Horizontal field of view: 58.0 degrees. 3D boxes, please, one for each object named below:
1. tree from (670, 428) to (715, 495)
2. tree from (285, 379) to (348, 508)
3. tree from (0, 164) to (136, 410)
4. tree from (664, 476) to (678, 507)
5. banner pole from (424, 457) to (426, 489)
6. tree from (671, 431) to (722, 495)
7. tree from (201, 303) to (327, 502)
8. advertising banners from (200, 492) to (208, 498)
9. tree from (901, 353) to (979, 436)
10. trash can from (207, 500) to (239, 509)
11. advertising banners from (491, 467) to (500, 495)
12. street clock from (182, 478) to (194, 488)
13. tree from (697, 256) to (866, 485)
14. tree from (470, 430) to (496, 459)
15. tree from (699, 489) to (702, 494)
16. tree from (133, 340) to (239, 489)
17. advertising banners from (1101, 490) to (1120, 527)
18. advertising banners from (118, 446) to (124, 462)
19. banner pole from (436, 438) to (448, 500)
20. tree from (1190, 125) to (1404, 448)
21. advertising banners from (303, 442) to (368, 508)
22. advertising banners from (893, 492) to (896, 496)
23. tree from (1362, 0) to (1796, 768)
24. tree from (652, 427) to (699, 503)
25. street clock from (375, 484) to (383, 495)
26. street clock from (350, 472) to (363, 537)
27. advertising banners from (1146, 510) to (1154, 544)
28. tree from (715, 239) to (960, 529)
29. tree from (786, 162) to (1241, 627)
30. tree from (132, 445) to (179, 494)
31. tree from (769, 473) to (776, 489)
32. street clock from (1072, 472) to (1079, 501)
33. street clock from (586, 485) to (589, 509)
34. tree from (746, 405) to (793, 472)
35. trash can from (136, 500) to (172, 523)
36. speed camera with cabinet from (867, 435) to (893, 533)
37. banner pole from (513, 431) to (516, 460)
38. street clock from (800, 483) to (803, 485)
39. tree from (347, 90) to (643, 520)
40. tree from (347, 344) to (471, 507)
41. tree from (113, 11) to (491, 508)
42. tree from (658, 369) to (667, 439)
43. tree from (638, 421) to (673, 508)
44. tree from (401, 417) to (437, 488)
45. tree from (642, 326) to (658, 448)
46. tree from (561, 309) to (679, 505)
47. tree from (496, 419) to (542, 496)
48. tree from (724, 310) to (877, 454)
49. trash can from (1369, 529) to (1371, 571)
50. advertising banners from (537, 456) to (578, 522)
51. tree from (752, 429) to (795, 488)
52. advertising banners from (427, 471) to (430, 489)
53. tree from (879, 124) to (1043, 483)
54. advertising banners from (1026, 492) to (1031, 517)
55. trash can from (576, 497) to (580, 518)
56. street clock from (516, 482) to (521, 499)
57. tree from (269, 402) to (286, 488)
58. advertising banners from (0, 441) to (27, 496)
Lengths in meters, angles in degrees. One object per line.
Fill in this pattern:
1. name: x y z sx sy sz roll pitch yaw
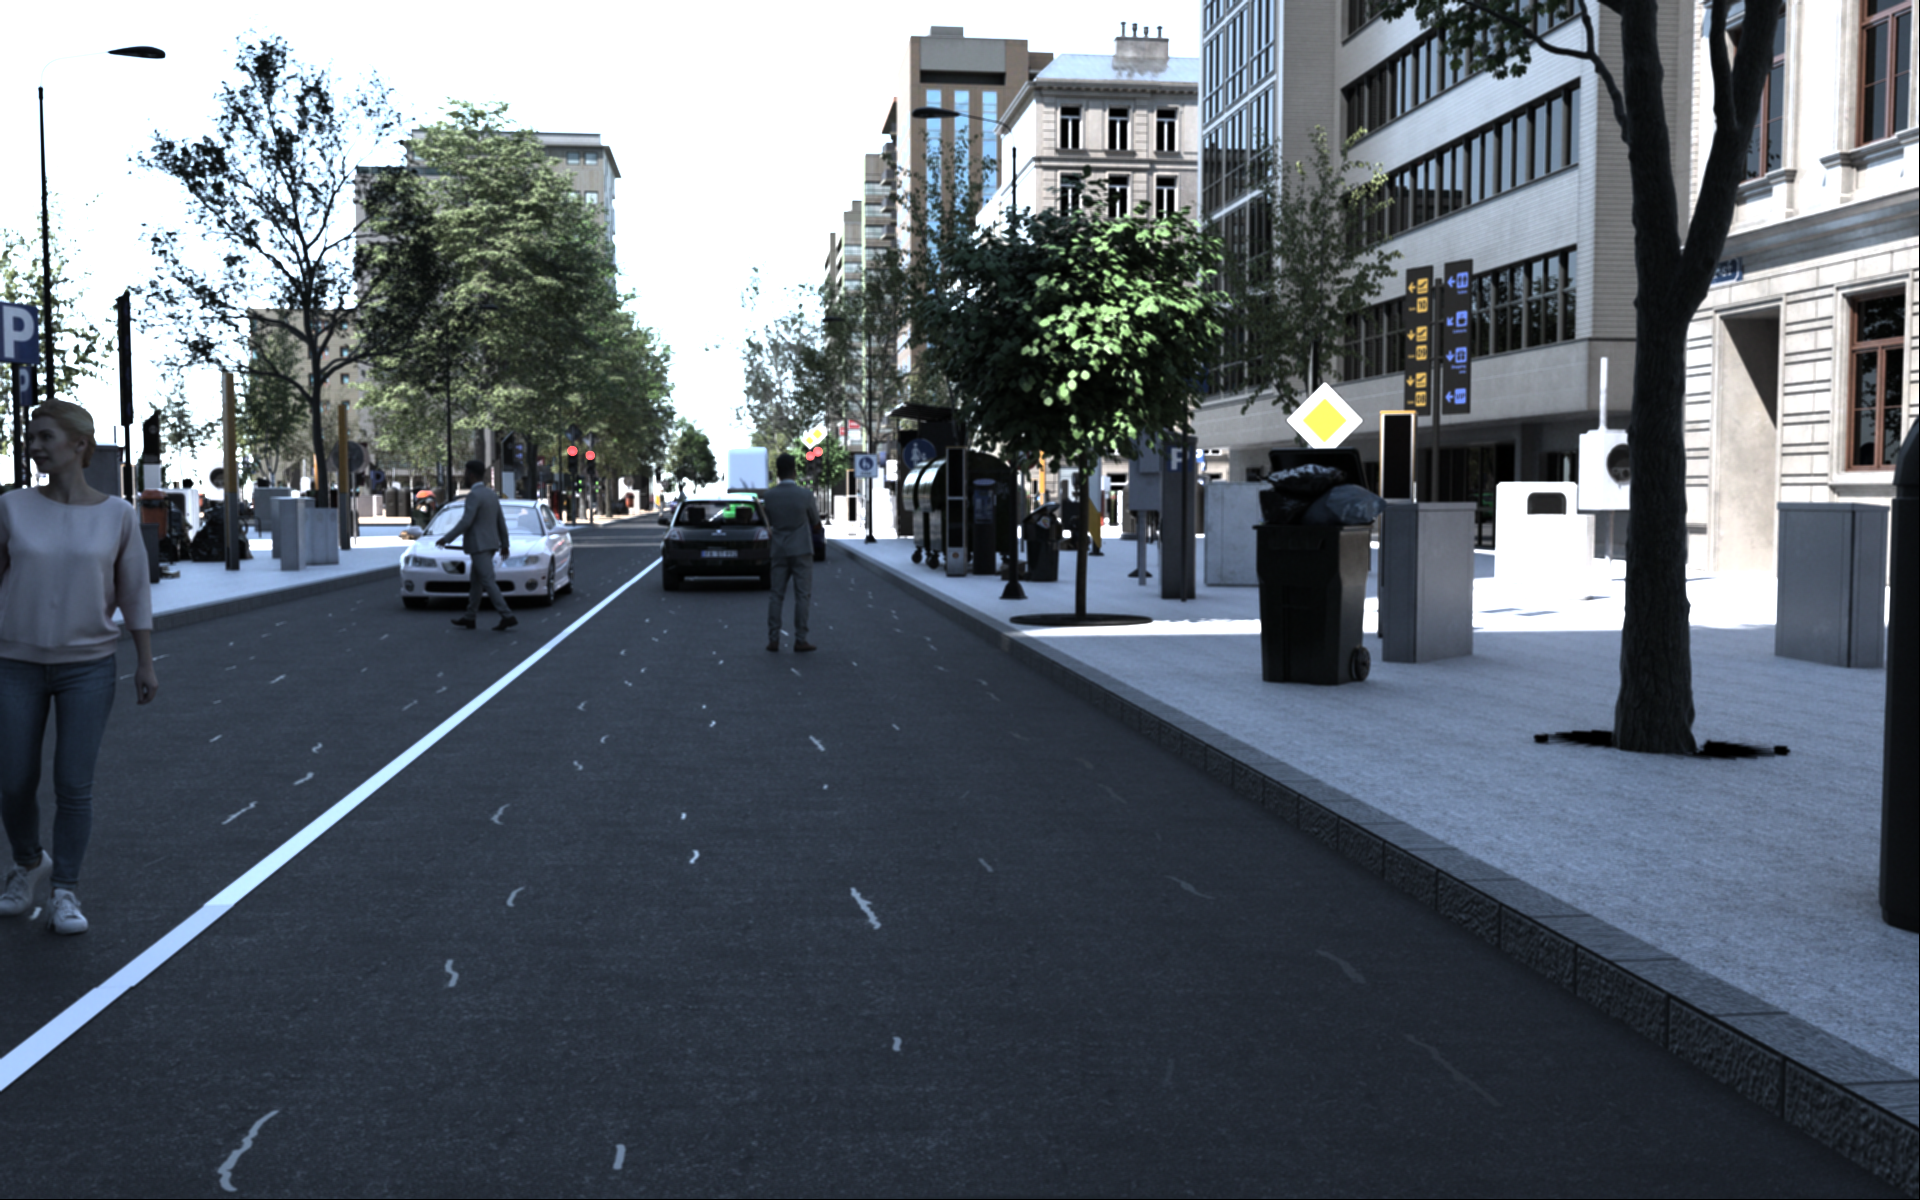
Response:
1. tree: -38.098 -19.001 245.083 7.601 10.594 8.767 0 4 -8
2. tree: -39.673 -9.724 109.357 4.360 8.622 3.978 0 3 0
3. tree: -20.946 -5.433 39.200 4.737 8.622 4.395 0 3 0
4. tree: -28.055 -10.520 166.603 1.663 3.219 1.824 0 3 0
5. banner pole: -33.485 -7.246 108.489 0.401 3.779 0.863 -1 4 -20
6. tree: -44.297 -22.821 290.122 9.611 12.733 9.660 0 3 0
7. tree: -25.798 -6.999 64.791 4.737 8.622 4.395 0 3 0
8. advertising banners: -56.842 -8.275 131.488 2.074 3.025 0.090 1 4 14
9. tree: -1.042 -8.741 93.271 4.360 8.622 3.978 0 3 0
10. trash can: -18.066 -1.887 42.504 0.748 1.137 0.748 0 3 0
11. advertising banners: -29.847 -7.045 111.370 0.090 3.025 2.074 -2 4 -28
12. street clock: -34.890 -4.509 78.288 0.471 2.002 0.358 -2 4 -32
13. tree: -14.082 -17.284 138.481 12.611 20.169 13.585 0 3 0
14. tree: -34.583 -10.338 119.393 4.360 8.622 3.978 0 3 0
15. tree: -44.808 -21.337 299.225 4.737 8.622 4.395 0 3 0
16. tree: -37.417 -8.164 83.848 4.360 8.622 3.978 0 3 0
17. advertising banners: 5.548 -4.420 68.452 0.090 3.025 2.074 -3 5 -40
18. advertising banners: -31.200 -4.087 63.016 2.074 3.025 0.090 1 4 18
19. banner pole: -23.061 -5.339 77.307 0.401 3.779 0.863 2 4 28
20. tree: 6.684 -5.108 33.876 4.737 8.622 4.395 0 3 0
21. advertising banners: -20.928 -3.787 58.112 2.074 3.025 0.090 -2 4 -25
22. advertising banners: -3.766 -6.905 109.080 0.090 3.025 2.074 1 4 20
23. tree: 3.671 -5.058 8.449 9.928 11.665 9.643 0 3 0
24. tree: -32.059 -14.700 190.710 4.737 8.622 4.395 0 3 0
25. street clock: -42.205 -7.416 125.827 0.471 2.002 0.358 1 4 12
26. street clock: -18.147 -2.895 51.896 0.471 2.002 0.358 0 4 6
27. advertising banners: 4.909 -3.015 45.476 0.090 3.025 2.074 0 4 -1
28. tree: -3.125 -7.893 63.467 7.601 10.594 8.767 2 4 31
29. tree: 1.152 -2.051 17.243 4.285 4.588 4.351 0 3 0
30. tree: -27.618 -3.919 58.685 1.663 3.219 1.824 0 3 0
31. tree: -6.707 -6.008 81.945 4.285 4.588 4.351 0 3 0
32. street clock: 3.886 -3.253 57.750 0.358 2.002 0.471 -1 4 -9
33. street clock: -31.258 -8.608 145.309 0.358 2.002 0.471 2 4 31
34. tree: -23.483 -18.389 218.793 7.486 12.596 7.792 0 3 0
35. trash can: -18.181 -1.680 39.118 0.748 1.137 0.748 0 3 0
36. speed camera with cabinet: -2.724 -3.854 57.351 0.660 3.252 2.038 -1 4 -10
37. banner pole: -17.662 -4.799 68.478 0.401 3.779 0.863 0 4 1
38. street clock: -8.502 -5.389 92.675 0.358 2.002 0.471 1 4 12
39. tree: -13.318 -8.024 49.320 7.486 12.596 7.792 0 3 0
40. tree: -25.908 -8.028 81.613 4.360 8.622 3.978 0 3 0
41. tree: -13.040 -6.120 34.468 7.601 10.594 8.767 -1 4 -20
42. tree: -20.583 -11.174 100.818 7.486 12.596 7.792 0 3 0
43. tree: -28.555 -12.902 161.307 4.360 8.622 3.978 0 3 0
44. tree: -44.599 -11.840 143.947 4.737 8.622 4.395 0 3 0
45. tree: -18.797 -10.154 84.147 7.486 12.596 7.792 0 3 0
46. tree: -22.336 -12.546 111.782 9.857 13.997 8.962 0 3 0
47. tree: -36.990 -11.937 145.531 4.360 8.622 3.978 0 3 0
48. tree: -10.527 -12.555 115.638 12.009 13.543 11.850 0 3 0
49. trash can: 6.235 -0.975 27.587 0.748 1.137 0.748 0 3 0
50. advertising banners: -18.511 -5.084 79.316 2.074 3.025 0.090 -3 4 -37
51. tree: -17.220 -13.036 163.504 4.737 8.622 4.395 0 3 0
52. advertising banners: -40.802 -8.397 133.484 0.090 3.025 2.074 0 4 -4
53. tree: 0.184 -5.166 34.822 4.737 8.622 4.395 0 3 0
54. advertising banners: 2.731 -5.559 87.070 2.074 3.025 0.090 0 4 -5
55. trash can: -20.153 -4.865 91.200 0.748 1.137 0.748 0 3 0
56. street clock: -26.916 -6.147 105.069 0.471 2.002 0.358 -3 5 -40
57. tree: -46.224 -10.353 119.641 4.360 8.622 3.978 0 3 0
58. advertising banners: -32.768 -3.891 59.801 0.090 3.025 2.074 0 4 -6
